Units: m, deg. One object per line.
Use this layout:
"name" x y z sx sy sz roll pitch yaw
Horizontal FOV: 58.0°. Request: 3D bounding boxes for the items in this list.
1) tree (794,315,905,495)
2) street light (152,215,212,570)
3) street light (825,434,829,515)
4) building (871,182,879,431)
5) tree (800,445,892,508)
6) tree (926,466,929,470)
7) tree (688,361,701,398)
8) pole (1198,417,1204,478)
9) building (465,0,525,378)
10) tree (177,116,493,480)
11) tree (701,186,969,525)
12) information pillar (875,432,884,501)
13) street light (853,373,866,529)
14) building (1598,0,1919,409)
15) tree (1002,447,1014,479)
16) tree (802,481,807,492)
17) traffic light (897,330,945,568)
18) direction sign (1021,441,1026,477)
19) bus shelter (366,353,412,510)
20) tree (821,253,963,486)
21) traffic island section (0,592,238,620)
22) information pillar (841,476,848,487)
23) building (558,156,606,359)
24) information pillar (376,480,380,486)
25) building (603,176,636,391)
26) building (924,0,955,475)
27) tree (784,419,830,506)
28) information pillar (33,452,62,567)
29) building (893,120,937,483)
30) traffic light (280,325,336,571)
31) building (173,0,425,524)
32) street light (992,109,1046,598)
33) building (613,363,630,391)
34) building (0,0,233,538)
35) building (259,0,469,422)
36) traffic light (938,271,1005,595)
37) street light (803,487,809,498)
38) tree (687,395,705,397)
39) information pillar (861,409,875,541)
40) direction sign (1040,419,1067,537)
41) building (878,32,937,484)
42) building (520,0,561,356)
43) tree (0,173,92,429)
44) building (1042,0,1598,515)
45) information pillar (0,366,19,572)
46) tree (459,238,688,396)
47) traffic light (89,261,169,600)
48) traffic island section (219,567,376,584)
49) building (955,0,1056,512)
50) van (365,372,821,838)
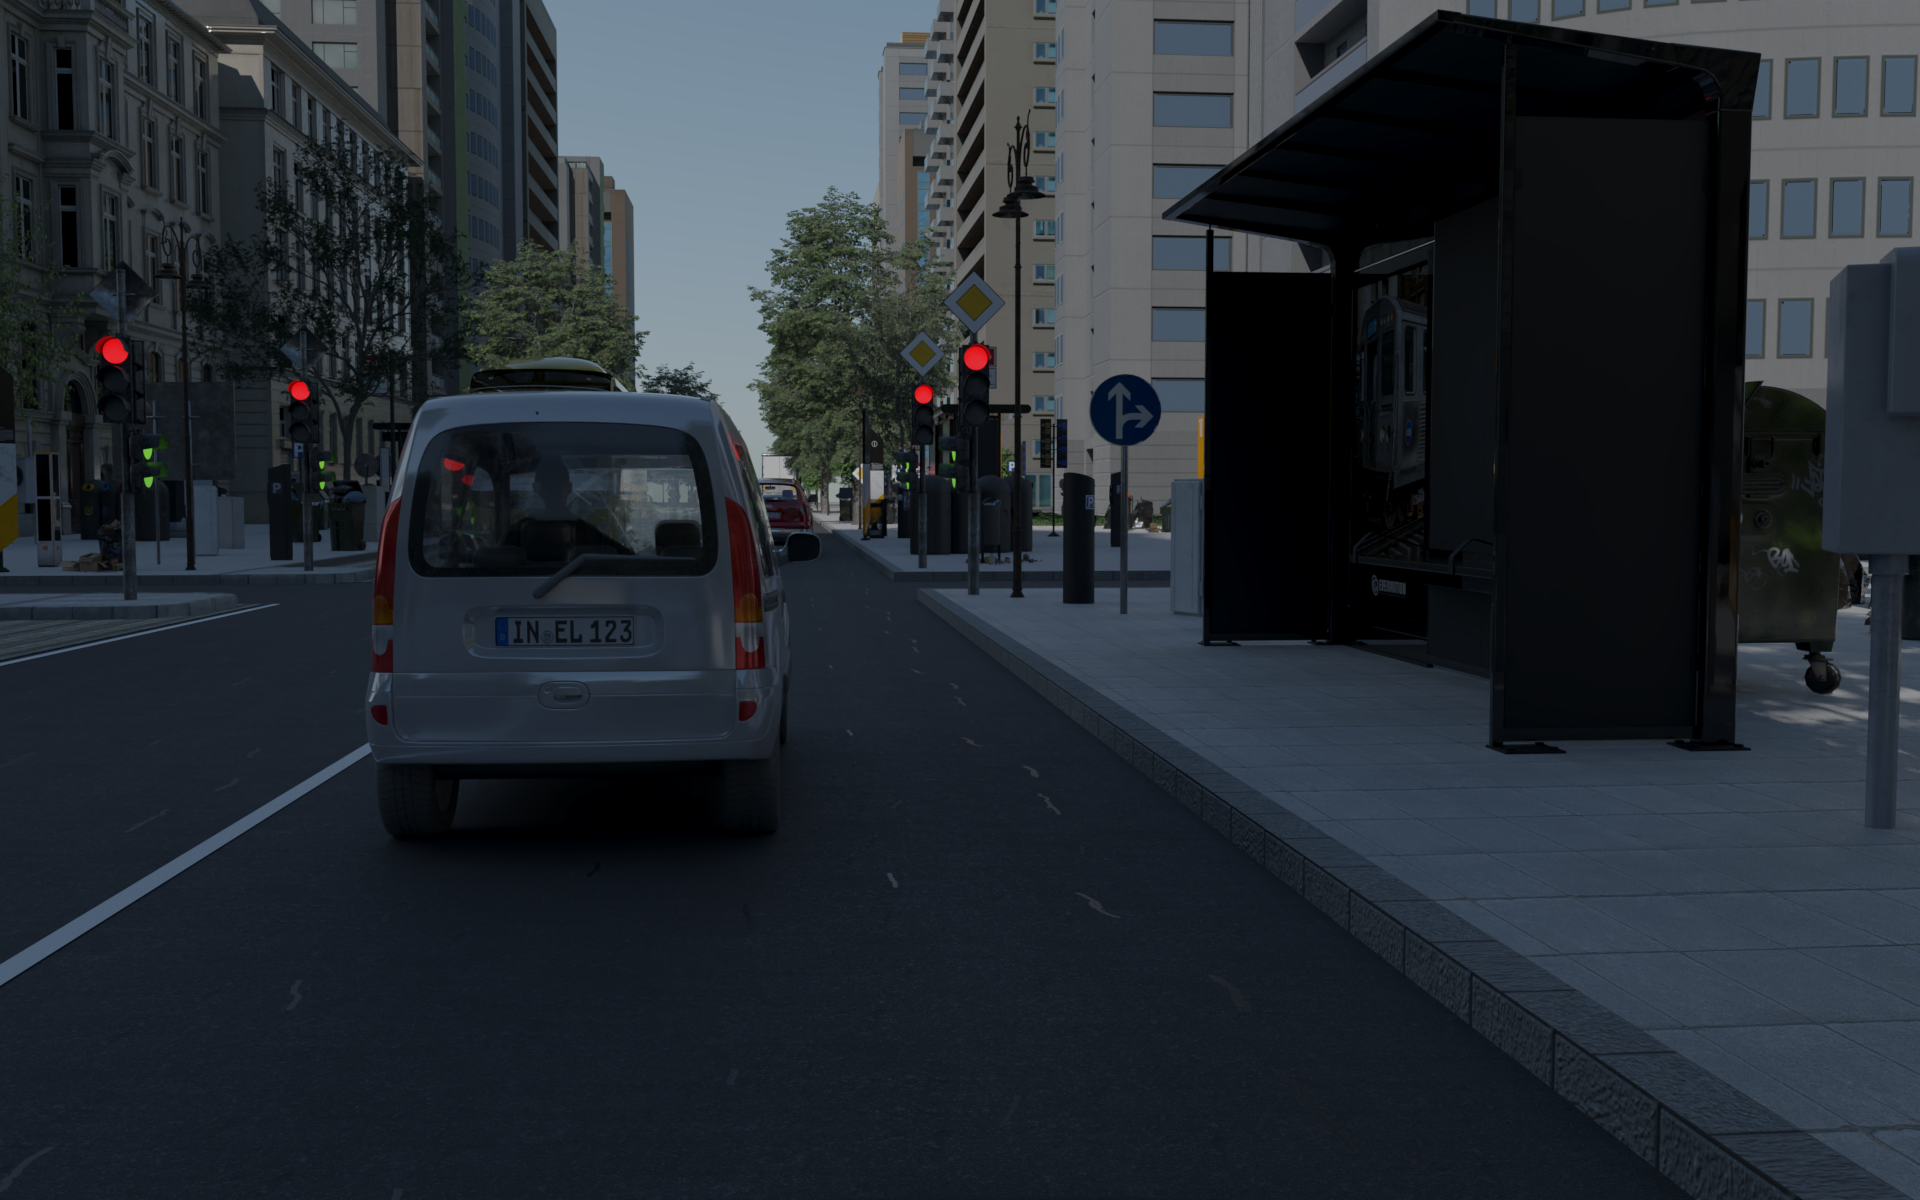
"tree" -5.920 -10.554 98.315 9.928 11.665 9.643 0 3 0
"street light" -12.973 -3.440 29.029 0.468 5.910 1.993 0 4 -6
"street light" -7.941 -8.036 104.174 0.468 5.910 1.993 0 4 -6
"building" -1.765 -38.575 254.409 21.300 48.544 21.600 0 4 -6
"tree" -4.944 -6.319 87.033 4.285 4.588 4.351 0 3 0
"tree" -0.191 -3.739 55.733 1.663 3.219 1.824 0 3 0
"tree" -27.211 -15.820 165.319 9.857 13.997 8.962 0 3 0
"pole" 6.426 -3.199 46.141 0.158 3.312 0.155 0 3 0
"building" -45.213 -35.853 128.196 21.231 58.520 28.212 0 4 -6
"tree" -15.746 -6.689 43.781 8.767 10.594 7.601 0 4 -2
"tree" -4.173 -10.086 71.563 9.857 13.997 8.962 0 3 0
"information pillar" -2.964 -4.290 61.492 0.504 3.616 0.183 -1 4 -19
"street light" -3.621 -5.496 62.645 0.468 5.910 1.993 0 4 -6
"building" 25.022 -31.237 52.724 28.212 58.520 21.231 0 4 -6
"tree" 2.061 -7.381 104.387 4.285 4.588 4.351 0 3 0
"tree" -20.820 -17.341 233.893 4.360 8.622 3.978 0 3 0
"traffic light" -0.668 -2.507 29.914 0.839 4.253 0.868 0 4 -6
"direction sign" 2.651 -5.033 74.293 0.379 3.537 0.876 -1 4 -19
"bus shelter" -16.295 -4.562 52.226 2.179 5.291 8.768 0 4 -6
"tree" -1.916 -6.224 52.129 4.360 8.622 3.978 0 3 0
"traffic island section" -10.091 0.076 21.033 2.009 0.180 2.903 0 4 -6
"information pillar" -6.046 -6.070 90.591 0.504 3.616 0.183 -3 5 -41
"building" -49.352 -31.785 203.283 14.154 41.232 14.086 0 4 -6
"information pillar" -29.580 -5.133 88.423 0.304 2.012 0.304 2 4 23
"building" -53.900 -36.502 246.911 14.600 45.320 14.200 0 4 -6
"building" 8.541 -32.806 155.987 23.786 49.044 30.456 0 4 -6
"tree" -16.504 -16.361 201.909 7.601 10.594 8.767 -1 4 -16
"information pillar" -16.015 -1.586 30.423 0.304 2.012 0.304 0 4 -2
"building" -0.223 -34.146 208.395 14.600 45.320 14.200 0 4 -6
"traffic light" -10.873 -2.442 28.845 0.839 4.253 0.868 0 4 -6
"building" -37.917 -15.492 86.577 16.112 22.955 30.059 0 4 -6
"street light" 0.712 -2.970 21.348 0.468 5.910 1.993 0 4 -6
"building" -57.982 -23.212 224.561 27.650 21.520 28.899 0 4 -6
"building" -33.736 -14.369 54.020 14.460 24.649 34.723 0 4 -6
"building" -38.971 -25.966 108.146 14.154 41.232 14.086 0 4 -6
"traffic light" 0.155 -2.021 21.971 0.839 4.253 0.868 0 4 -6
"street light" -15.795 -12.702 180.465 0.468 5.910 1.993 0 4 -6
"tree" -30.158 -17.026 195.380 9.611 12.733 9.660 0 3 0
"information pillar" -2.592 -3.456 47.855 0.183 3.616 0.504 1 4 14
"direction sign" 2.825 -3.683 52.209 0.876 3.537 0.379 -1 4 -20
"building" -0.214 -42.035 229.273 21.231 58.520 28.212 0 4 -6
"building" -47.619 -32.394 153.343 21.300 48.544 21.600 0 4 -6
"tree" -22.629 -5.507 40.404 4.737 8.622 4.395 0 3 0
"building" 15.389 -33.341 87.117 21.231 58.520 28.212 0 4 -6
"information pillar" -15.719 -2.260 28.314 0.504 3.616 0.183 -3 5 -42
"tree" -19.794 -10.909 85.015 9.857 13.997 8.962 0 3 0
"traffic light" -10.050 -1.956 20.902 0.839 4.253 0.868 0 4 -6
"traffic island section" -10.914 -0.409 28.976 2.009 0.180 2.903 0 4 -6
"building" 11.292 -30.977 130.168 21.300 48.544 21.600 0 4 -6
"van" -1.698 -0.099 8.638 2.013 2.044 4.112 0 4 -5
